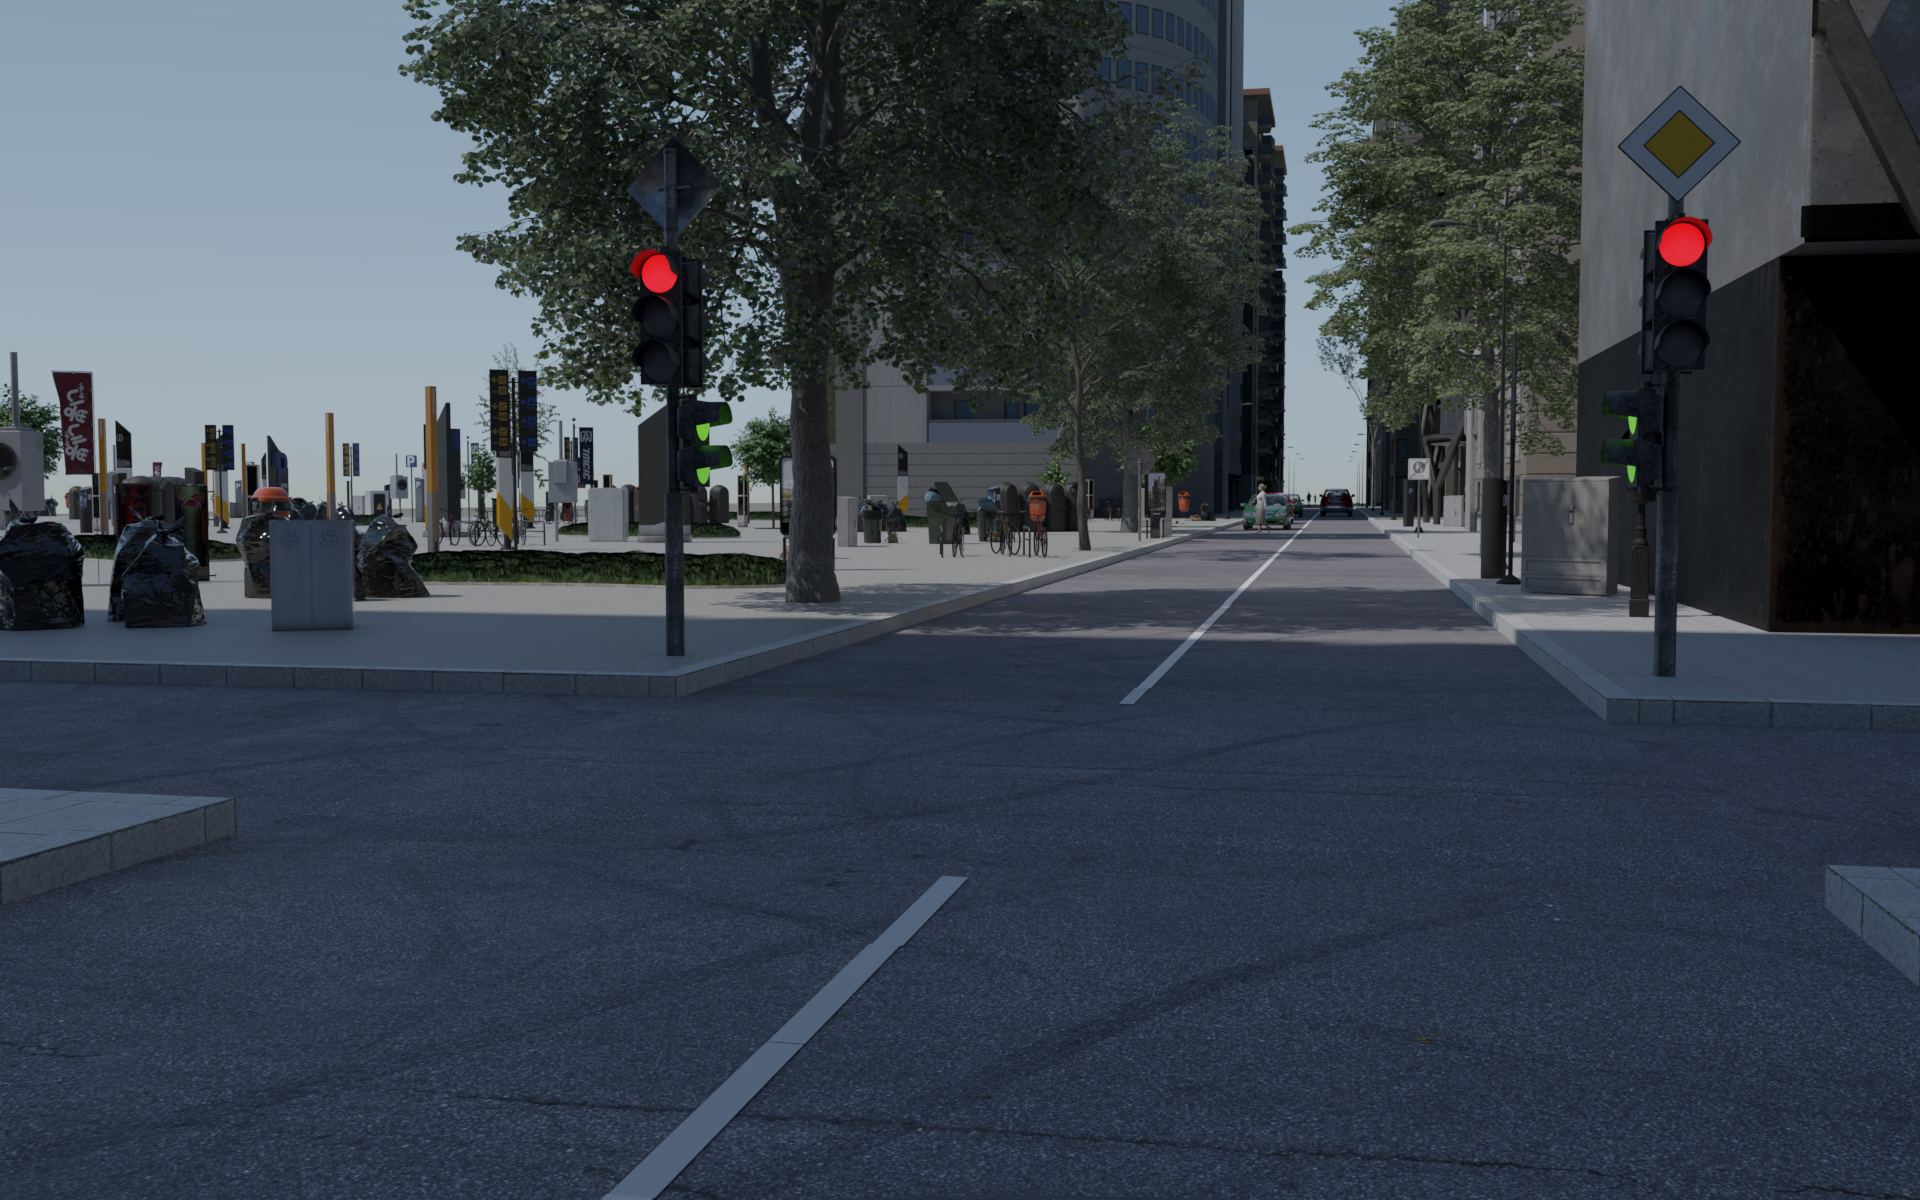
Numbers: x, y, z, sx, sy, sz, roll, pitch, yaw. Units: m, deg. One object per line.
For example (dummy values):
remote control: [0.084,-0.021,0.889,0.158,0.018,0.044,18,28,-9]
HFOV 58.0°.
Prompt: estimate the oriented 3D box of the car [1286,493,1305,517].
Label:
car: [20.468,-6.058,107.851,1.959,1.807,4.718,1,4,11]

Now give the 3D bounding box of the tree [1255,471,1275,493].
tree: [26.232,-9.391,148.151,1.663,3.219,1.824,0,3,0]

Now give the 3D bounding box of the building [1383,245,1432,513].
building: [45.823,-17.280,127.572,27.650,21.520,28.899,1,4,12]

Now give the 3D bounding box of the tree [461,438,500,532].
tree: [-16.272,-3.978,59.638,1.663,3.219,1.824,0,3,0]

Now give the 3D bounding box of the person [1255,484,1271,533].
person: [11.098,-3.345,63.411,0.641,1.798,0.478,0,4,5]

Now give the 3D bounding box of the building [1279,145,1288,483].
building: [29.020,-34.260,214.771,22.147,44.769,28.867,1,4,12]

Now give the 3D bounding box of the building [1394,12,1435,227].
building: [44.400,-28.479,149.232,14.154,41.232,14.086,1,4,12]

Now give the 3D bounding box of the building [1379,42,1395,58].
building: [64.516,-41.722,224.158,21.231,58.520,28.212,1,4,12]

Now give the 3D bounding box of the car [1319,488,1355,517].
car: [24.354,-6.316,111.947,2.281,1.827,5.304,1,4,13]

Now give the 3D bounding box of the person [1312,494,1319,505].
person: [45.991,-12.990,224.149,0.557,1.426,1.065,-3,4,-36]

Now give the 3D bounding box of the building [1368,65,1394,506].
building: [55.151,-34.391,185.988,21.300,48.544,21.600,1,4,12]

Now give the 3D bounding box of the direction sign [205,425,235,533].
direction sign: [-24.173,-3.952,56.616,0.876,3.537,0.379,-1,4,-14]

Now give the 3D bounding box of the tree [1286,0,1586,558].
tree: [10.254,-7.119,34.527,7.486,12.596,7.792,0,3,0]

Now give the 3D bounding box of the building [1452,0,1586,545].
building: [22.180,-16.188,50.584,13.634,28.700,20.117,1,4,12]

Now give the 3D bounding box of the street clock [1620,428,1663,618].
street clock: [7.095,-0.824,18.037,0.471,2.002,0.358,2,4,25]

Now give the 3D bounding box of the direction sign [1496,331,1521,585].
direction sign: [7.846,-1.994,24.593,0.379,3.537,0.876,1,4,15]

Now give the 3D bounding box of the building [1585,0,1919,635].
building: [16.755,-9.253,18.745,16.811,18.784,16.820,1,4,12]

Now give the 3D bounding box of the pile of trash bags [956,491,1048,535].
pile of trash bags: [1.091,-2.765,54.963,3.447,1.369,1.912,1,4,14]

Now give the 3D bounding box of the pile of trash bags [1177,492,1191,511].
pile of trash bags: [9.849,-4.612,85.156,3.447,1.369,1.912,3,5,41]

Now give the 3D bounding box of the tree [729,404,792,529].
tree: [-6.947,-4.899,63.818,4.285,4.588,4.351,0,3,0]

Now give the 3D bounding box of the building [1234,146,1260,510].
building: [19.007,-23.336,153.242,14.160,30.474,14.107,1,4,12]

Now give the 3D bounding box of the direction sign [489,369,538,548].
direction sign: [-8.143,-2.426,31.666,0.876,3.537,0.379,-2,4,-33]

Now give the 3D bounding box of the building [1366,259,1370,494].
building: [55.480,-26.524,205.361,14.160,30.474,14.107,1,4,12]

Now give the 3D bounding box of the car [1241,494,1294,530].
car: [12.507,-3.583,70.381,2.131,1.459,4.920,1,4,12]

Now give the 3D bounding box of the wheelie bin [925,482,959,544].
wheelie bin: [-0.499,-2.238,44.499,0.693,1.594,0.980,2,4,32]

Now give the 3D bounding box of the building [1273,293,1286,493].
building: [36.828,-28.365,235.462,14.160,30.474,14.107,1,4,12]

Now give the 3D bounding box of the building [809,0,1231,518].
building: [4.651,-34.324,103.194,21.231,58.520,28.212,1,4,12]

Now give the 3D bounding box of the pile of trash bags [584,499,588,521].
pile of trash bags: [-17.312,-4.557,84.259,1.912,1.369,3.447,-1,4,-10]

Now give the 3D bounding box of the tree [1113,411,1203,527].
tree: [7.679,-5.107,67.213,4.285,4.588,4.351,0,3,0]

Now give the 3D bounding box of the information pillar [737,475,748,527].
information pillar: [-8.392,-3.815,66.866,0.304,2.012,0.304,1,4,21]

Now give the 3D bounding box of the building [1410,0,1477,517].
building: [37.369,-27.135,98.275,22.147,44.769,28.867,1,4,12]

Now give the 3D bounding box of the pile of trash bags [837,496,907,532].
pile of trash bags: [-3.616,-2.998,58.768,3.447,1.369,1.912,-1,4,-23]

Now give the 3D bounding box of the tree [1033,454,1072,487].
tree: [4.457,-5.234,80.172,1.663,3.219,1.824,0,3,0]

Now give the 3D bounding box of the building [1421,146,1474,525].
building: [28.489,-12.662,74.474,16.820,18.784,16.811,1,4,12]

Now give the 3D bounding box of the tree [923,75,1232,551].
tree: [2.505,-6.407,39.172,7.601,10.594,8.767,0,4,1]

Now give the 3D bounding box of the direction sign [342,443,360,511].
direction sign: [-27.000,-5.191,76.865,0.876,3.537,0.379,1,4,19]

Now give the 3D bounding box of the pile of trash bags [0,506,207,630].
pile of trash bags: [-9.218,-0.443,16.998,3.447,1.369,1.912,-1,4,-16]

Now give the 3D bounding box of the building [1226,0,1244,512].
building: [12.899,-29.006,124.359,14.600,45.320,14.200,1,4,12]

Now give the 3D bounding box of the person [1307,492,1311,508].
person: [37.176,-10.708,184.499,0.541,1.710,0.530,0,4,-6]

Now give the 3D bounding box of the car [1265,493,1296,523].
car: [15.219,-4.583,83.966,2.155,1.783,4.494,1,4,14]

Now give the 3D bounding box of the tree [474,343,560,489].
tree: [-21.240,-8.167,83.897,4.737,8.622,4.395,0,3,0]

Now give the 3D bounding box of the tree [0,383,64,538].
tree: [-28.071,-4.132,51.265,4.285,4.588,4.351,0,3,0]

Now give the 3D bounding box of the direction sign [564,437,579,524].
direction sign: [-15.423,-4.697,68.790,0.379,3.537,0.876,2,4,24]

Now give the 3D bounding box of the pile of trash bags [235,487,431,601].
pile of trash bags: [-8.247,-0.752,22.042,1.912,1.369,3.447,-3,5,-43]

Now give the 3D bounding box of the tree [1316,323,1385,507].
tree: [41.972,-19.144,168.889,12.611,20.169,13.585,0,3,0]

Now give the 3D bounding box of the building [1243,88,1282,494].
building: [22.296,-32.499,185.978,22.147,44.769,28.867,1,4,12]

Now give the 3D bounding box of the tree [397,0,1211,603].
tree: [-1.872,-6.949,20.265,9.857,13.997,8.962,0,3,0]
